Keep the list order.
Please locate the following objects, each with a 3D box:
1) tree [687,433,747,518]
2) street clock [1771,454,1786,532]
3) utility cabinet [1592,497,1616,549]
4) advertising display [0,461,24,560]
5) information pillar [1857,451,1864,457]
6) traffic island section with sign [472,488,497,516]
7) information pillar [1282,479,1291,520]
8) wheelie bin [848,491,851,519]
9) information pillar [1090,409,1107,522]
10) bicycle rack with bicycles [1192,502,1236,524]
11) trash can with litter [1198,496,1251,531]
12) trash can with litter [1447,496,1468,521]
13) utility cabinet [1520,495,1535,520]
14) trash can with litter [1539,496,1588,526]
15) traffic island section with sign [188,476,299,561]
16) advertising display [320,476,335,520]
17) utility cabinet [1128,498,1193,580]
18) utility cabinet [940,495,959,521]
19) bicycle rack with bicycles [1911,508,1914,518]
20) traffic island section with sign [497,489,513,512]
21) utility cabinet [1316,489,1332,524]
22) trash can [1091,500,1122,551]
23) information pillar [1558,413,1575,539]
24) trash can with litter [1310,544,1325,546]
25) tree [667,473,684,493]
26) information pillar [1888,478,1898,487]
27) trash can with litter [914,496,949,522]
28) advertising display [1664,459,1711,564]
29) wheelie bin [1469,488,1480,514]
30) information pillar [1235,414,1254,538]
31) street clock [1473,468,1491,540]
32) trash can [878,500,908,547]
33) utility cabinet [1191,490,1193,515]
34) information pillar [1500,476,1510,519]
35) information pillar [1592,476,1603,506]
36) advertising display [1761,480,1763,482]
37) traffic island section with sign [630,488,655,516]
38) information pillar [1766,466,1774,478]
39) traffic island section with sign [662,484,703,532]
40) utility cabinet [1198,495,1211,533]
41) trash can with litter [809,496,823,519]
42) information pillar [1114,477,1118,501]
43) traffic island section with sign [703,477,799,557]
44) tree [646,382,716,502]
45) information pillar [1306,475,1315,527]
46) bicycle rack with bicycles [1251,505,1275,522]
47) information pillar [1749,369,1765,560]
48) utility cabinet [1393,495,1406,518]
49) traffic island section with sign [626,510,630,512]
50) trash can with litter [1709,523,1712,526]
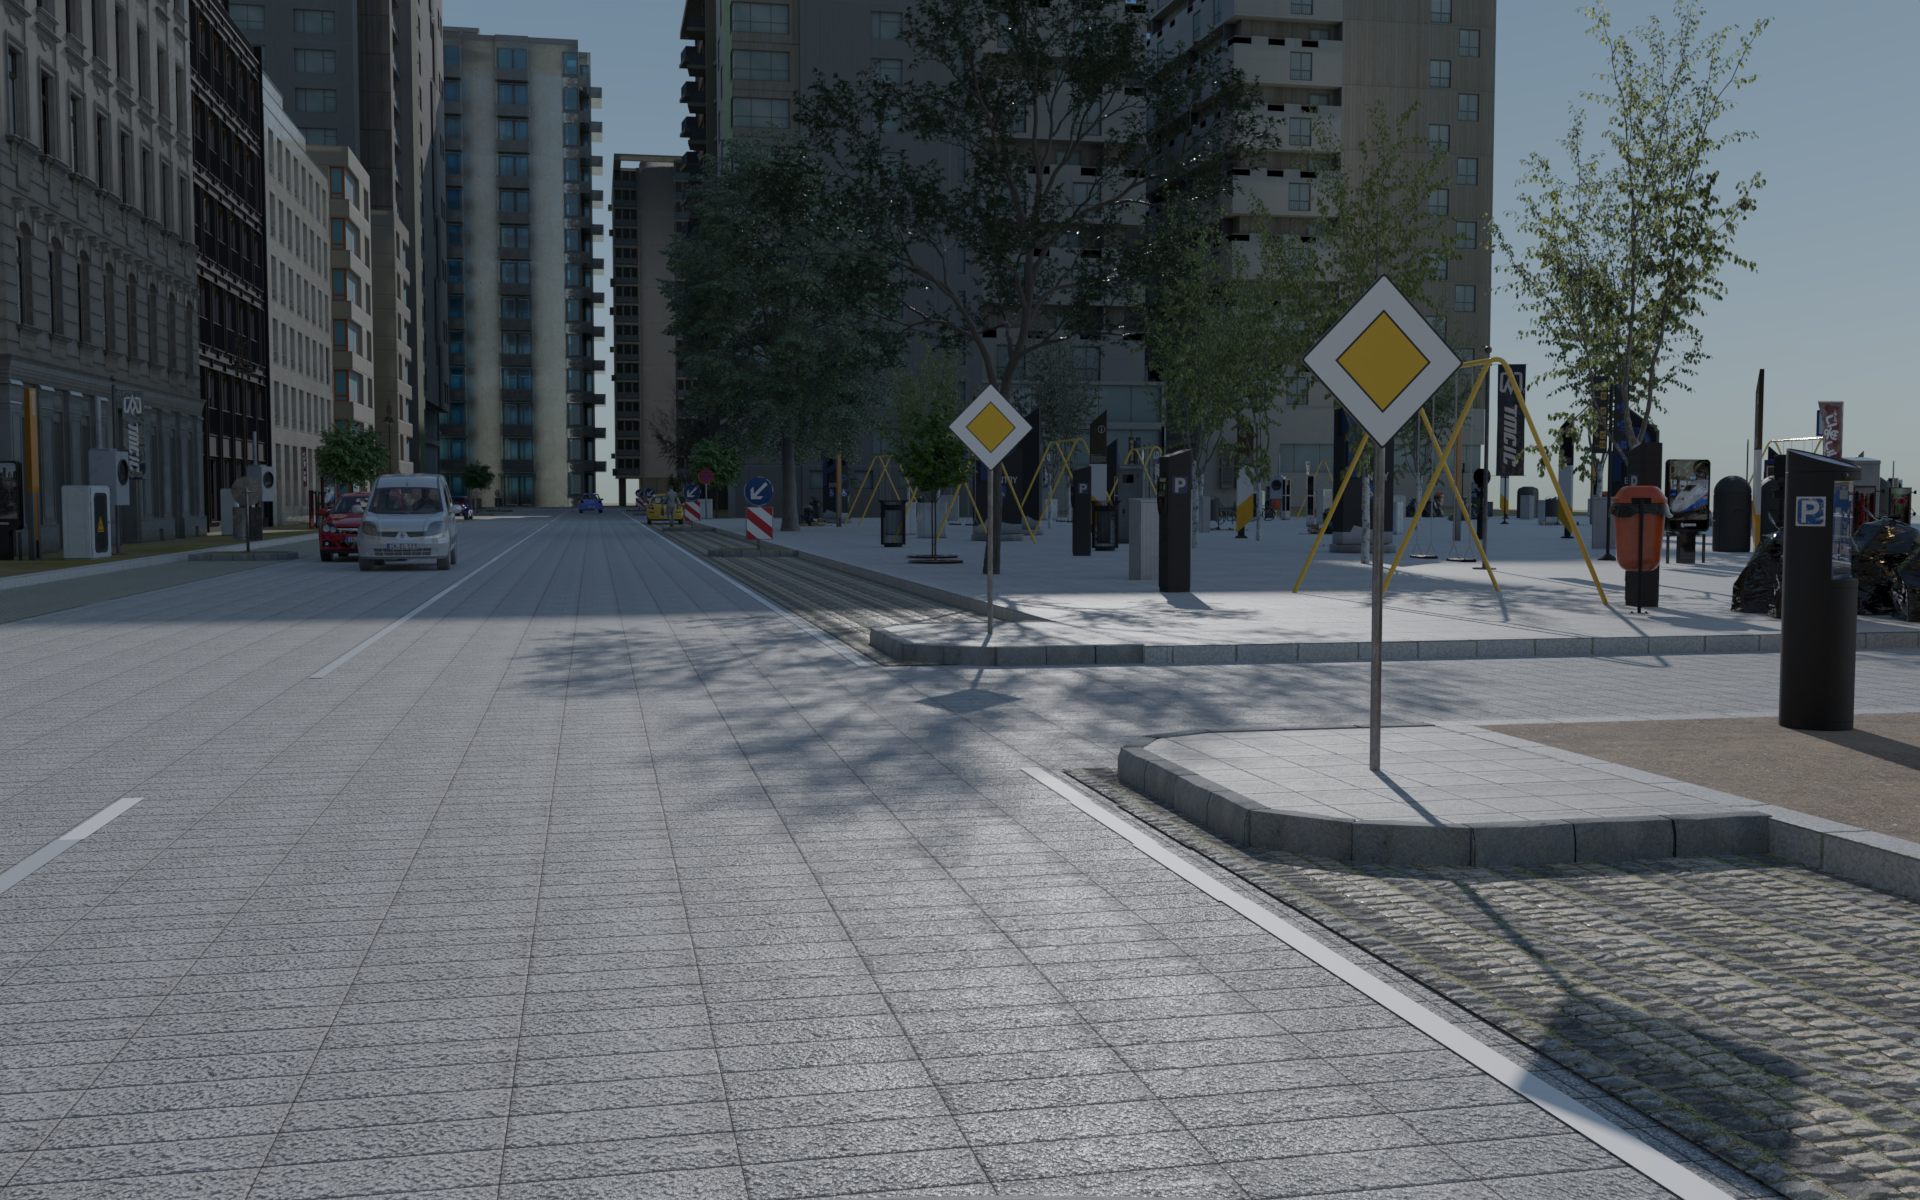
[{"bbox_3d":[-12.873,-6.595,91.548,4.285,4.588,4.351,0,3,0],"label":"tree"},{"bbox_3d":[14.998,-1.655,31.623,0.358,2.002,0.471,2,4,34],"label":"street clock"},{"bbox_3d":[15.338,-1.794,40.496,1.020,1.237,0.306,2,4,28],"label":"utility cabinet"},{"bbox_3d":[-18.574,-1.738,33.626,0.974,1.923,0.123,1,4,23],"label":"advertising display"},{"bbox_3d":[48.810,-6.282,94.059,0.504,3.616,0.183,0,4,-4],"label":"information pillar"},{"bbox_3d":[-31.514,-6.395,113.192,1.989,1.847,2.006,-1,4,-12],"label":"traffic island section with sign"},{"bbox_3d":[15.948,-4.905,84.689,0.304,2.012,0.304,-2,4,-27],"label":"information pillar"},{"bbox_3d":[-5.294,-4.275,77.810,0.980,1.594,0.693,2,4,32],"label":"wheelie bin"},{"bbox_3d":[3.832,-3.457,47.875,0.504,3.616,0.183,0,4,3],"label":"information pillar"},{"bbox_3d":[10.112,-3.680,73.547,2.925,0.926,2.852,-3,5,-40],"label":"bicycle rack with bicycles"},{"bbox_3d":[9.284,-3.055,61.014,2.233,1.210,1.678,-1,4,-12],"label":"trash can with litter"},{"bbox_3d":[23.728,-4.360,82.668,0.624,1.170,1.055,-3,4,-36],"label":"trash can with litter"},{"bbox_3d":[28.683,-4.672,87.551,0.306,1.237,1.020,0,4,-7],"label":"utility cabinet"},{"bbox_3d":[24.702,-3.669,71.049,2.233,1.210,1.678,0,4,6],"label":"trash can with litter"},{"bbox_3d":[-15.543,-1.778,37.701,1.989,1.847,2.006,-1,4,-12],"label":"traffic island section with sign"},{"bbox_3d":[-22.859,-3.514,62.665,0.123,1.923,0.974,0,4,3],"label":"advertising display"},{"bbox_3d":[3.032,-0.915,26.120,1.020,1.237,0.306,-2,4,-33],"label":"utility cabinet"},{"bbox_3d":[-0.577,-4.377,82.730,1.020,1.237,0.306,1,4,10],"label":"utility cabinet"},{"bbox_3d":[48.163,-4.705,90.313,2.925,0.926,2.852,3,5,44],"label":"bicycle rack with bicycles"},{"bbox_3d":[-37.123,-8.014,139.650,1.989,1.847,2.006,-1,4,-12],"label":"traffic island section with sign"},{"bbox_3d":[15.442,-3.958,73.394,0.318,1.500,1.173,2,4,29],"label":"utility cabinet"},{"bbox_3d":[3.278,-1.680,39.121,0.748,1.137,0.748,0,3,0],"label":"trash can"},{"bbox_3d":[17.553,-3.594,50.119,0.183,3.616,0.504,-2,4,-28],"label":"information pillar"},{"bbox_3d":[9.578,-1.894,42.032,1.678,1.210,2.233,0,4,-8],"label":"trash can with litter"},{"bbox_3d":[-24.538,-9.341,147.321,1.663,3.219,1.824,0,3,0],"label":"tree"},{"bbox_3d":[42.107,-4.508,78.200,0.304,2.012,0.304,-1,4,-14],"label":"information pillar"},{"bbox_3d":[-1.596,-4.197,79.674,2.233,1.210,1.678,2,4,31],"label":"trash can with litter"},{"bbox_3d":[13.443,-1.640,32.030,0.974,1.923,0.123,-1,4,-21],"label":"advertising display"},{"bbox_3d":[27.767,-5.218,93.228,0.693,1.594,0.980,0,4,3],"label":"wheelie bin"},{"bbox_3d":[8.244,-3.597,50.173,0.504,3.616,0.183,0,4,-4],"label":"information pillar"},{"bbox_3d":[14.715,-2.709,48.867,0.358,2.002,0.471,-2,4,-26],"label":"street clock"},{"bbox_3d":[-1.617,-1.850,41.902,0.748,1.137,0.748,0,3,0],"label":"trash can"},{"bbox_3d":[11.325,-4.820,87.486,1.173,1.500,0.318,-1,4,-18],"label":"utility cabinet"},{"bbox_3d":[28.296,-6.029,89.930,0.504,3.616,0.183,-1,4,-14],"label":"information pillar"},{"bbox_3d":[25.622,-3.983,69.621,0.304,2.012,0.304,-3,5,-44],"label":"information pillar"},{"bbox_3d":[37.638,-4.625,80.825,0.974,1.923,0.123,-2,4,-30],"label":"advertising display"},{"bbox_3d":[-20.832,-6.545,115.646,1.989,1.847,2.006,-1,4,-12],"label":"traffic island section with sign"},{"bbox_3d":[21.239,-2.492,45.238,0.304,2.012,0.304,3,5,39],"label":"information pillar"},{"bbox_3d":[-10.466,-3.552,66.699,1.989,1.847,2.006,-1,4,-12],"label":"traffic island section with sign"},{"bbox_3d":[8.214,-2.871,58.107,0.306,1.237,1.020,0,4,2],"label":"utility cabinet"},{"bbox_3d":[-7.292,-4.807,89.982,1.055,1.170,0.624,1,4,16],"label":"trash can with litter"},{"bbox_3d":[6.746,-4.220,73.487,0.304,2.012,0.304,3,5,43],"label":"information pillar"},{"bbox_3d":[-4.826,-1.922,40.057,1.989,1.847,2.006,-1,4,-12],"label":"traffic island section with sign"},{"bbox_3d":[-17.954,-9.891,112.072,4.360,8.622,3.978,0,3,0],"label":"tree"},{"bbox_3d":[13.706,-3.867,67.721,0.304,2.012,0.304,1,4,13],"label":"information pillar"},{"bbox_3d":[13.238,-4.162,81.427,2.925,0.926,2.852,1,4,16],"label":"bicycle rack with bicycles"},{"bbox_3d":[15.037,-2.525,32.643,0.183,3.616,0.504,1,4,17],"label":"information pillar"},{"bbox_3d":[23.846,-5.098,94.513,1.020,1.237,0.306,-1,4,-23],"label":"utility cabinet"},{"bbox_3d":[-26.472,-8.176,142.299,1.989,1.847,2.006,-1,4,-12],"label":"traffic island section with sign"},{"bbox_3d":[30.098,-3.541,68.955,1.678,1.210,2.233,-1,4,-19],"label":"trash can with litter"}]
